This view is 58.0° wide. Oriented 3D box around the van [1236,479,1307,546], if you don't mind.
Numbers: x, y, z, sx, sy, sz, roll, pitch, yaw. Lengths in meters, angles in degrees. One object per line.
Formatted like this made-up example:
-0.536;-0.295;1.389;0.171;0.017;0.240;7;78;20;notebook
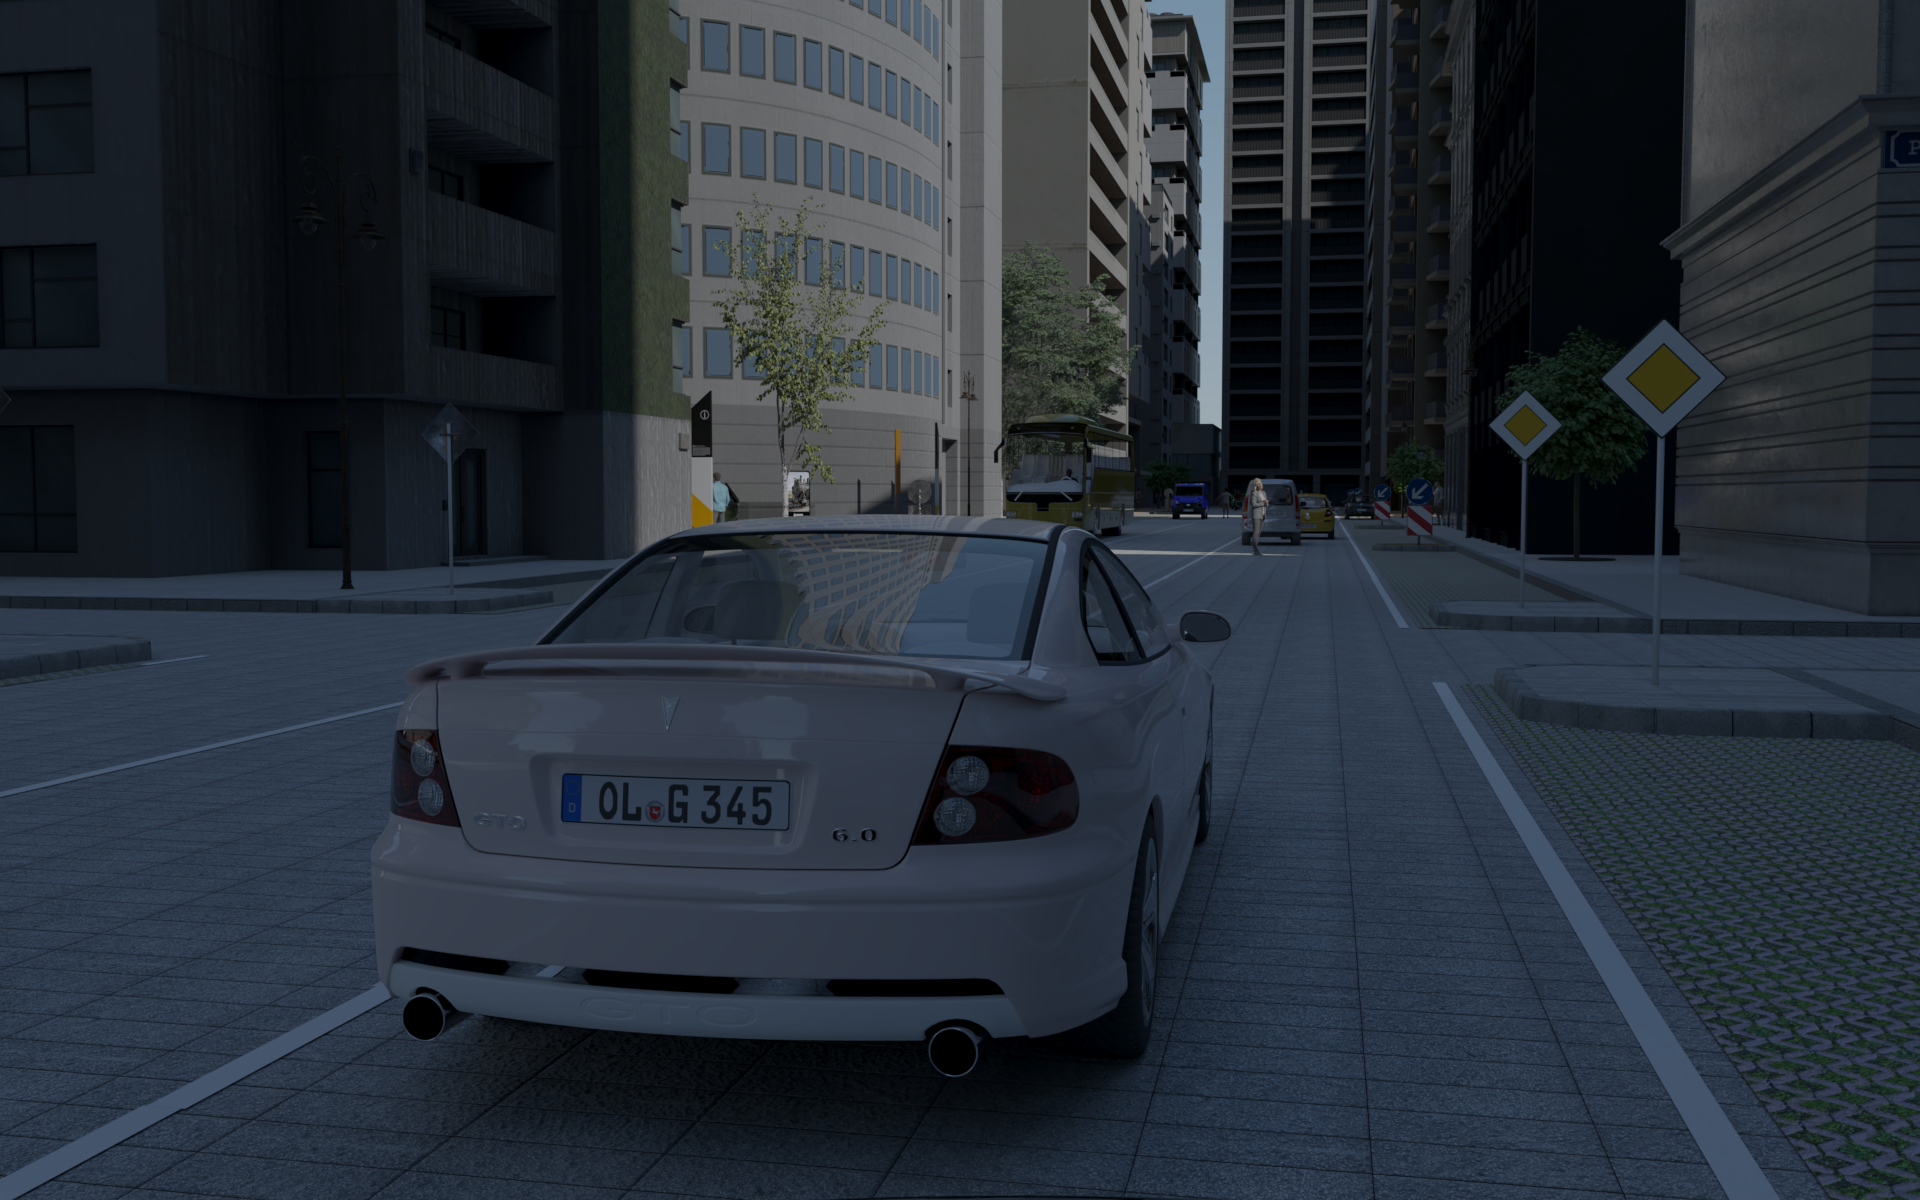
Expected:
8.925;-2.609;49.663;2.013;2.044;4.112;1;4;10;van

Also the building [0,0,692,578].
-14.169;-15.916;31.933;14.160;30.474;14.107;1;4;12;building

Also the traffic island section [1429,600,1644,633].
6.344;0.175;19.428;2.009;0.180;2.903;1;4;12;traffic island section

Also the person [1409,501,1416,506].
21.686;-4.675;82.743;0.793;1.790;0.793;3;5;39;person

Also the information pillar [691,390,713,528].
-5.813;-2.922;39.130;0.504;3.616;0.183;1;4;11;information pillar

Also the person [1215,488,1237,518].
15.999;-5.854;104.211;1.348;1.824;0.705;0;4;4;person

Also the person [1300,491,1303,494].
29.625;-8.635;150.405;1.217;1.736;0.721;0;4;-3;person

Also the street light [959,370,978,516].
0.334;-5.611;64.521;0.468;5.910;1.993;1;4;12;street light

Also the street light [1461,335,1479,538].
14.828;-4.744;50.357;0.468;5.910;1.993;1;4;12;street light

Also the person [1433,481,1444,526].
19.474;-3.936;70.515;0.853;1.813;0.709;-1;4;-22;person

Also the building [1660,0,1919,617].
20.096;-11.267;20.368;21.152;22.565;11.583;1;4;12;building

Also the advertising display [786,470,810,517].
-4.456;-2.573;47.275;0.123;1.923;0.974;3;4;38;advertising display

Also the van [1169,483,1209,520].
13.208;-5.802;99.241;2.240;2.365;5.245;1;4;10;van

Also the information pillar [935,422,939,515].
-0.756;-3.996;56.694;0.183;3.616;0.504;0;4;6;information pillar

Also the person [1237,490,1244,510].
25.492;-9.181;158.554;0.705;1.831;1.348;-3;5;-40;person

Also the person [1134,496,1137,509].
14.953;-8.833;150.420;0.705;1.831;1.348;-1;4;-21;person

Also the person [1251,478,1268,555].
7.069;-1.958;40.696;0.537;1.800;0.526;-2;4;-35;person

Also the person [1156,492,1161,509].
17.293;-8.668;151.001;0.421;1.427;0.697;2;4;35;person

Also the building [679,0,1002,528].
-11.337;-31.806;62.024;21.231;58.520;28.212;1;4;12;building

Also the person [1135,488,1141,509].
15.698;-9.003;153.248;0.705;1.824;1.348;-2;4;-24;person

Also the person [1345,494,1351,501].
27.926;-6.870;124.046;0.991;1.433;0.599;-1;4;-10;person

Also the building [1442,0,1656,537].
22.173;-12.859;59.399;9.793;20.994;18.267;1;4;12;building

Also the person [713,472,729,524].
-5.980;-2.245;42.770;0.660;1.820;0.620;-3;5;-43;person

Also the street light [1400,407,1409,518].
23.595;-7.299;92.128;0.468;5.910;1.993;1;4;12;street light

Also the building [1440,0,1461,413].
29.684;-17.846;79.172;14.401;28.519;23.554;1;4;12;building

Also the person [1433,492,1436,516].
28.167;-5.780;102.015;0.593;1.643;0.415;-1;4;-18;person

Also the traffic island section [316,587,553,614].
-6.518;0.010;22.118;2.009;0.180;2.903;1;4;12;traffic island section

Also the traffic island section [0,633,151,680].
-8.156;0.488;14.302;2.009;0.180;2.903;1;4;12;traffic island section

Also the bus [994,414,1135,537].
3.730;-3.981;56.640;2.896;3.916;12.252;1;4;13;bus

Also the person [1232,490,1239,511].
23.770;-8.615;149.376;0.705;1.821;1.348;-1;4;-13;person

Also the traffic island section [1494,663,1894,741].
4.706;0.653;11.612;2.009;0.180;2.903;1;4;12;traffic island section

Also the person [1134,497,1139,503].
9.419;-5.387;97.098;1.217;1.766;0.721;0;4;-2;person

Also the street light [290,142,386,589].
-8.278;-3.085;23.221;0.468;5.910;1.993;1;4;12;street light
